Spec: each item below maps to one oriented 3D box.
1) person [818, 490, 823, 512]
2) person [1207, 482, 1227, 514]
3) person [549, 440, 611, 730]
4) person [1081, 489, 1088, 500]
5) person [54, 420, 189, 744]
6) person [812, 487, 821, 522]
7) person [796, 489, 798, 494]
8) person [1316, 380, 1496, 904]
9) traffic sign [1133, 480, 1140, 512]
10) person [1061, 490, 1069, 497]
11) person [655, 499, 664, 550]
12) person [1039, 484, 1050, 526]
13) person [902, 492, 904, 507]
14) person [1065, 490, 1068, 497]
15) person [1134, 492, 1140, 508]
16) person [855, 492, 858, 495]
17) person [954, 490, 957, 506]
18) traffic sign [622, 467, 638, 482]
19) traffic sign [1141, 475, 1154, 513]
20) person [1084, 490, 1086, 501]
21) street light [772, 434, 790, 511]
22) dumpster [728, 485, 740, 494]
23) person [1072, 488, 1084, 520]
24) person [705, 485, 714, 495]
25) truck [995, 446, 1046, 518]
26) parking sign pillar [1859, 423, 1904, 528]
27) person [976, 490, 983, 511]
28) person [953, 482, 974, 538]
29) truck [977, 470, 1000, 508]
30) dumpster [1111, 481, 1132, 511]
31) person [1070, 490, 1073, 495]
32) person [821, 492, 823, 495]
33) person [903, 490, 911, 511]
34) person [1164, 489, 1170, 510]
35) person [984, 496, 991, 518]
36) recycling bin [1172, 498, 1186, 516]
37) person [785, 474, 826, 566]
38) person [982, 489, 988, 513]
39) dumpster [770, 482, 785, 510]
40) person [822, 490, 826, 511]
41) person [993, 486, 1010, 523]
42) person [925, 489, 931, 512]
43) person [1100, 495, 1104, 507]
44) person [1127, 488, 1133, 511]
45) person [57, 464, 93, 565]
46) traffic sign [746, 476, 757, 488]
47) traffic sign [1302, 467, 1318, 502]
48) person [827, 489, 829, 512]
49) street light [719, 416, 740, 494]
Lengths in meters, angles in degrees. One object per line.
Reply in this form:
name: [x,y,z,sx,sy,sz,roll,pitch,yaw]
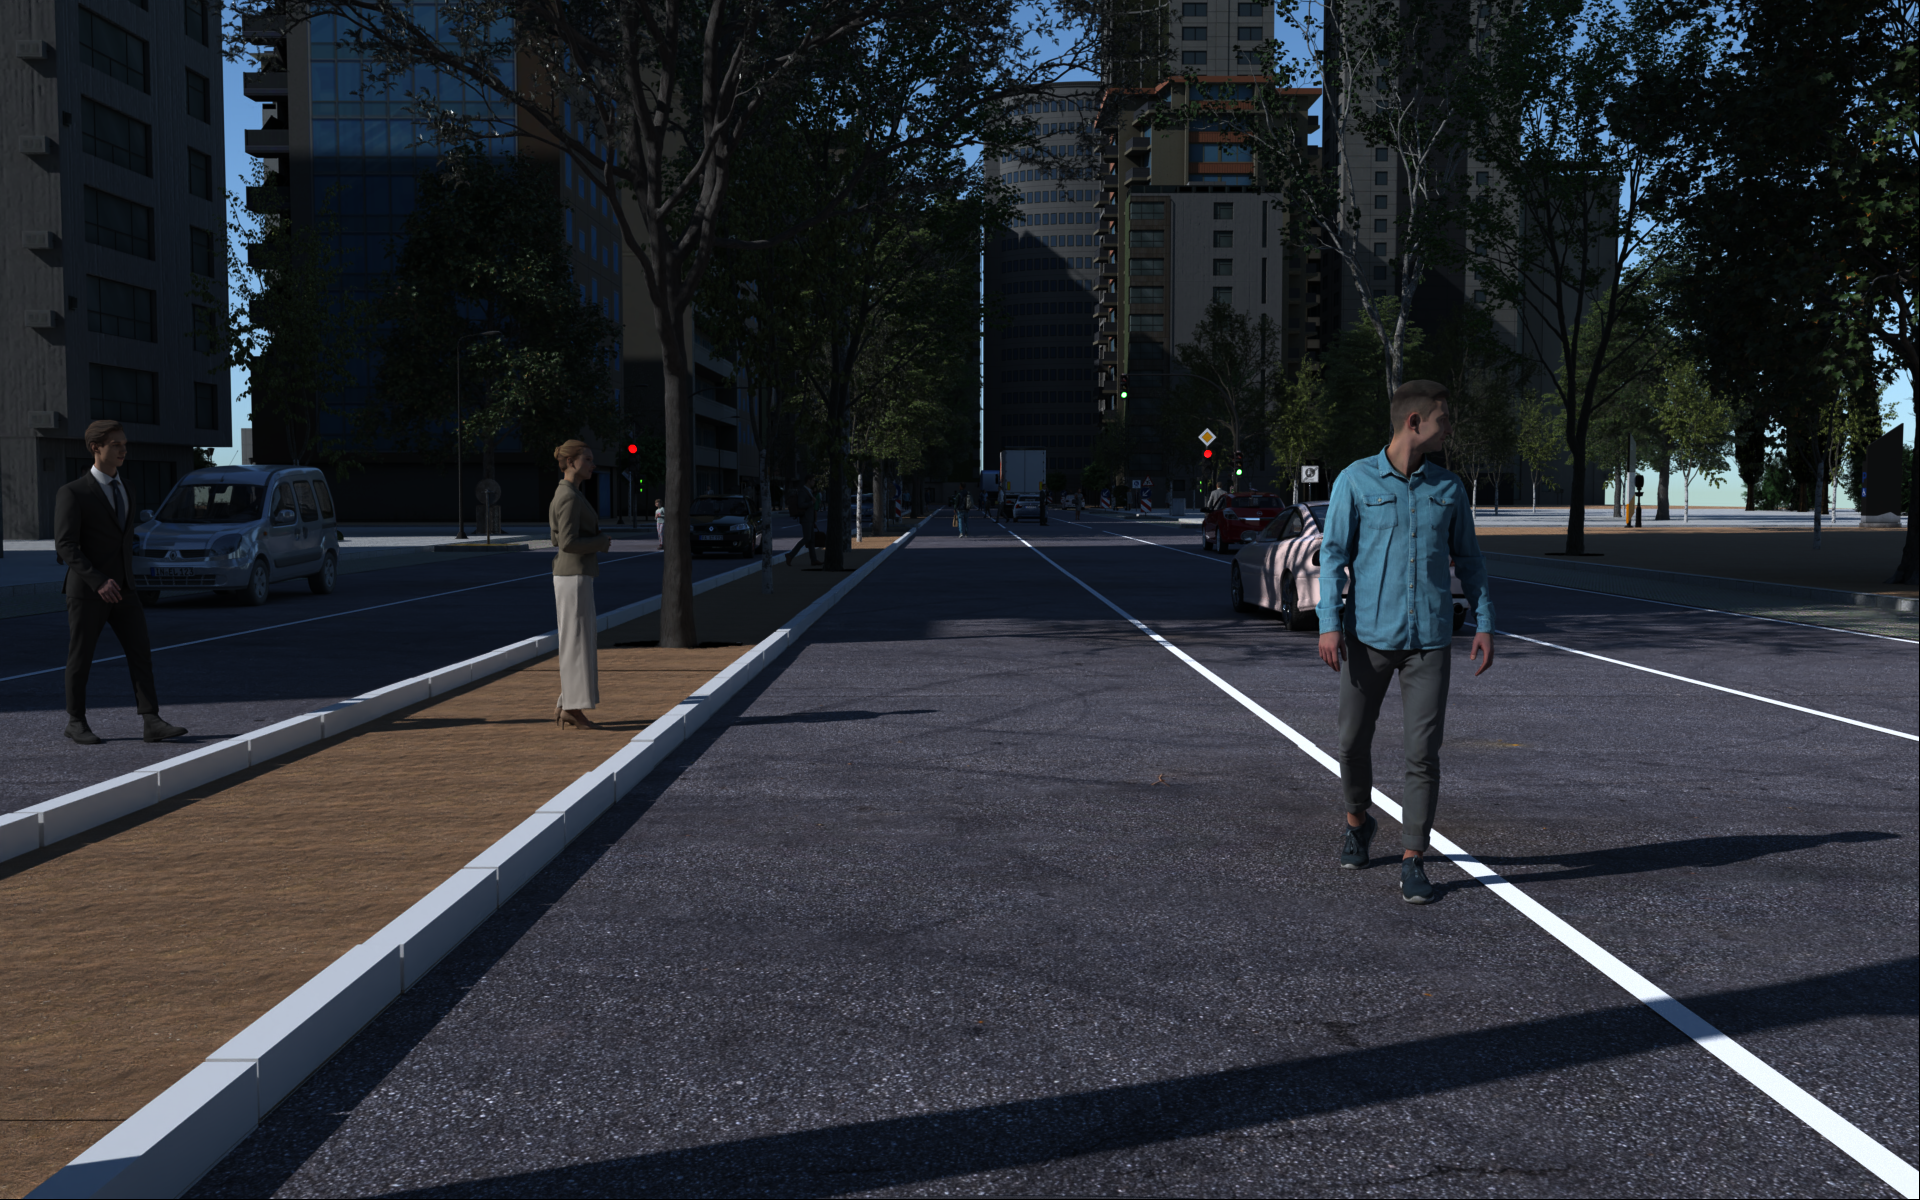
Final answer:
person: [-11.214,-7.902,137.926,0.641,1.798,0.478,0,4,3]
person: [8.079,-2.792,54.271,0.709,1.813,0.853,0,4,2]
person: [-2.285,-0.087,10.466,0.362,1.759,0.519,-1,4,-17]
person: [13.562,-11.294,190.335,0.705,1.869,1.348,3,5,44]
person: [-4.830,-0.101,9.922,0.755,1.850,0.659,1,4,21]
person: [-7.402,-4.893,88.748,0.600,1.795,0.529,0,4,7]
person: [-14.591,-9.100,155.557,0.721,1.736,1.217,1,4,10]
person: [1.630,0.123,6.355,0.638,1.841,0.748,1,4,12]
traffic sign: [12.905,-7.619,126.708,0.606,2.300,0.079,0,4,0]
person: [12.601,-12.215,205.776,1.348,1.822,0.705,-2,4,-31]
person: [-7.744,-1.958,44.789,0.425,1.301,0.394,1,4,22]
person: [3.834,-4.321,78.517,0.474,1.900,0.648,0,4,4]
person: [-6.041,-10.872,187.059,0.445,1.727,0.742,-3,4,-36]
person: [12.040,-11.628,197.074,0.541,1.710,0.530,0,4,7]
person: [15.757,-9.025,154.518,0.530,1.710,0.541,-1,4,-17]
person: [-6.805,-6.564,116.087,0.793,1.790,0.793,-2,4,-29]
person: [-0.562,-12.302,209.268,0.705,1.869,1.348,2,4,23]
traffic sign: [-14.658,-4.725,76.980,0.795,2.593,0.064,0,4,5]
traffic sign: [12.503,-7.052,115.306,0.884,2.594,0.081,1,4,9]
person: [13.811,-11.508,194.135,0.705,1.831,1.348,3,4,37]
street light: [-13.772,-9.825,133.181,1.470,5.913,1.316,0,3,0]
dumpster: [-14.564,-6.608,113.796,1.264,1.857,1.865,0,3,0]
person: [6.460,-5.262,94.885,0.716,1.782,0.532,-2,4,-24]
person: [-14.504,-5.736,100.025,0.606,1.804,0.583,1,4,10]
truck: [3.748,-7.236,107.229,2.839,4.237,11.283,0,4,-1]
parking sign pillar: [35.119,-4.740,65.973,1.447,3.967,1.447,0,4,3]
person: [1.776,-8.539,148.297,0.419,1.800,0.721,-3,5,-40]
person: [0.060,-2.941,56.570,0.794,1.824,0.713,0,3,0]
truck: [3.439,-12.194,189.125,2.967,4.110,18.799,0,4,0]
dumpster: [12.488,-8.025,133.703,1.502,2.255,1.985,0,4,0]
person: [12.142,-11.135,188.644,0.434,1.755,0.990,0,4,7]
person: [-15.998,-11.773,198.630,1.348,1.812,0.705,-2,4,-28]
person: [-4.519,-8.465,146.918,0.660,1.820,0.620,-1,4,-16]
person: [16.926,-8.188,140.661,0.760,1.731,0.466,-2,4,-32]
person: [1.701,-5.659,105.294,0.475,1.303,0.640,3,4,39]
recycling bin: [12.779,-5.411,101.017,0.722,1.027,0.722,1,4,14]
person: [-3.063,-1.583,34.347,0.822,1.834,0.622,0,4,-5]
person: [1.954,-7.674,134.232,0.793,1.790,0.793,1,4,8]
dumpster: [-14.542,-8.147,135.702,1.502,2.255,1.985,0,3,0]
person: [-11.473,-8.351,145.218,0.526,1.800,0.537,2,4,29]
person: [2.028,-4.685,85.199,0.850,1.850,0.679,0,4,-2]
person: [-2.655,-7.951,138.515,0.654,1.822,0.581,-3,4,-37]
person: [12.734,-9.012,154.057,0.621,1.740,0.551,0,4,-3]
person: [12.867,-7.620,131.372,0.466,1.731,0.760,1,4,12]
person: [-15.969,-1.560,31.516,0.822,1.834,0.622,0,4,1]
traffic sign: [-14.800,-7.505,122.712,0.884,2.594,0.081,0,4,6]
traffic sign: [12.752,-3.731,63.135,0.606,2.300,0.079,0,4,5]
person: [-10.494,-8.086,140.717,0.620,1.820,0.660,-3,5,-41]
street light: [-13.761,-7.978,102.980,1.470,5.913,1.316,0,3,0]
